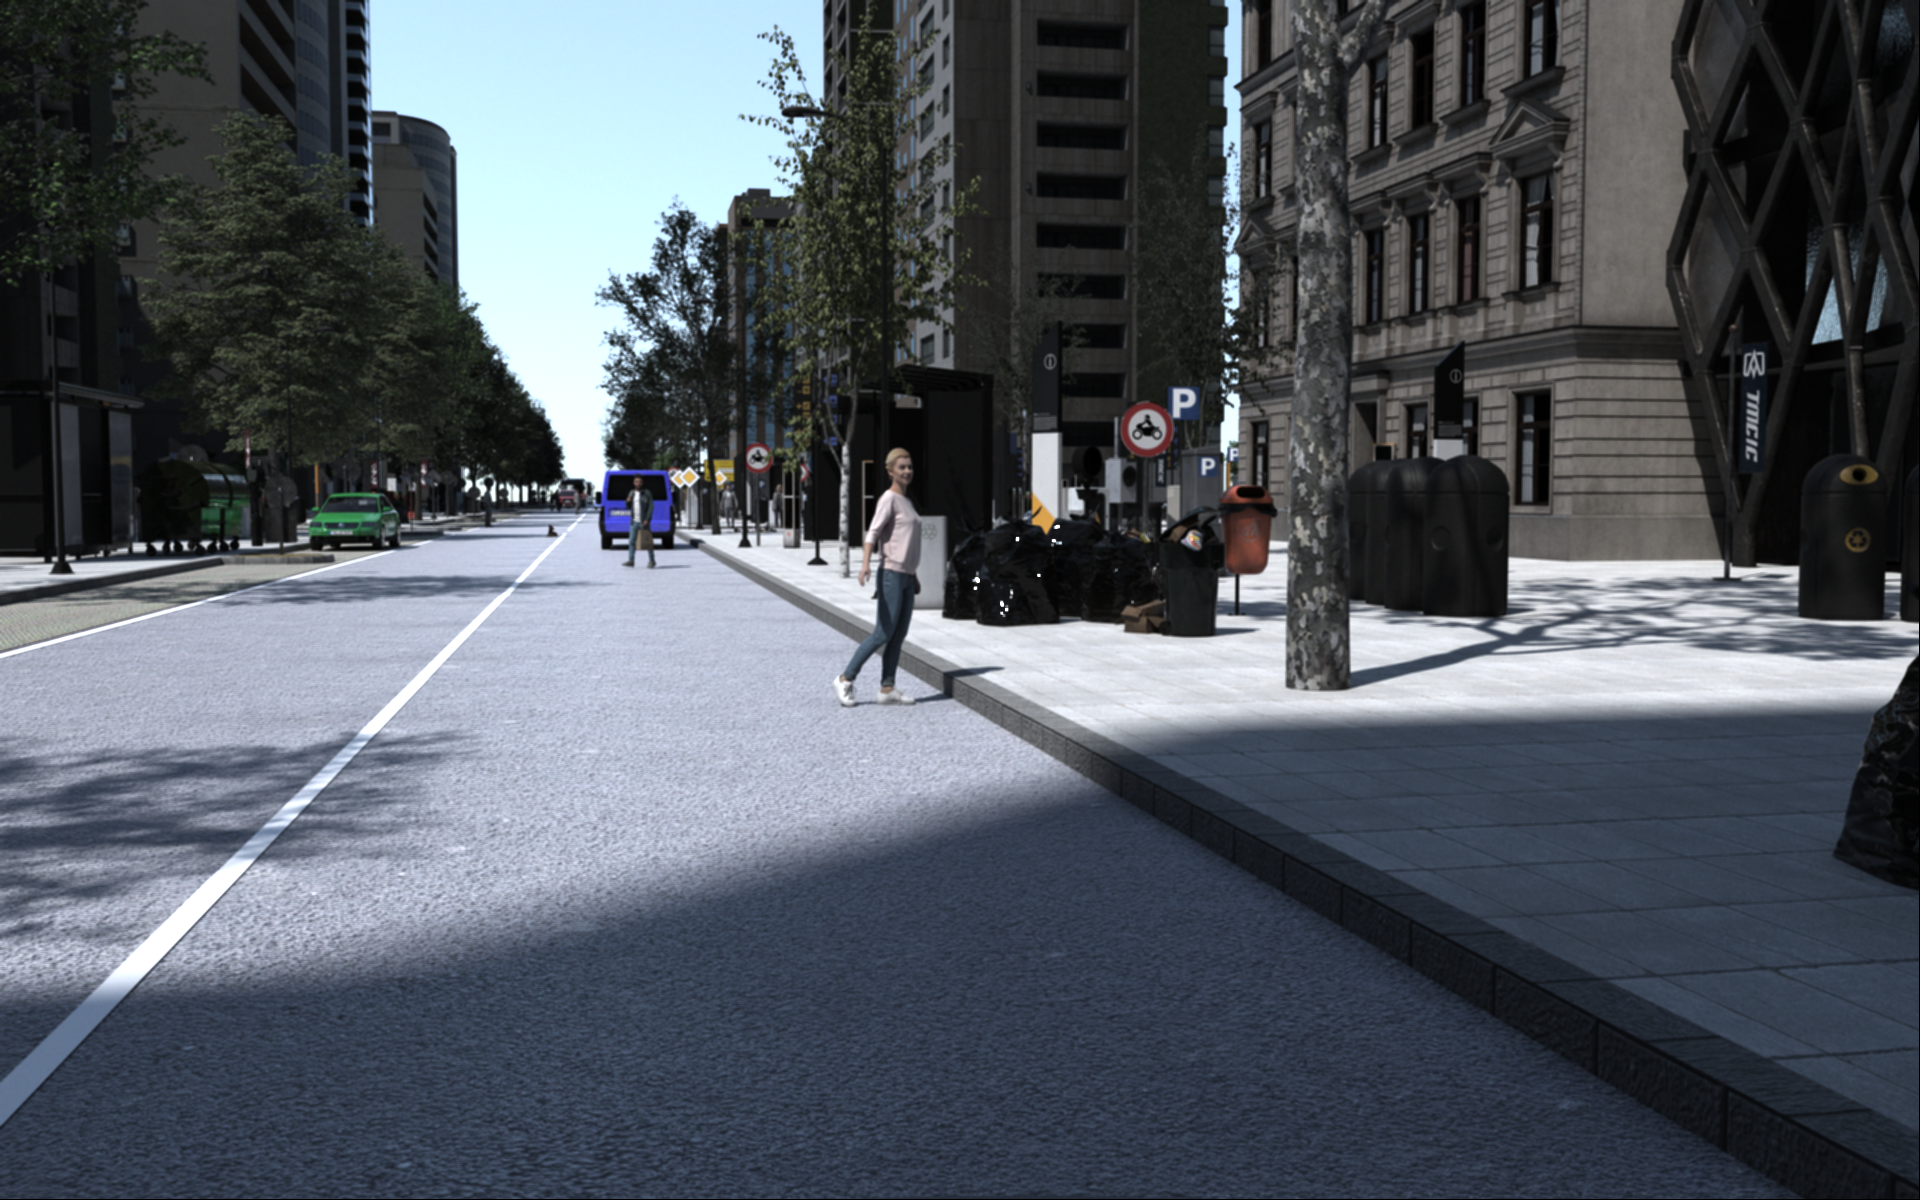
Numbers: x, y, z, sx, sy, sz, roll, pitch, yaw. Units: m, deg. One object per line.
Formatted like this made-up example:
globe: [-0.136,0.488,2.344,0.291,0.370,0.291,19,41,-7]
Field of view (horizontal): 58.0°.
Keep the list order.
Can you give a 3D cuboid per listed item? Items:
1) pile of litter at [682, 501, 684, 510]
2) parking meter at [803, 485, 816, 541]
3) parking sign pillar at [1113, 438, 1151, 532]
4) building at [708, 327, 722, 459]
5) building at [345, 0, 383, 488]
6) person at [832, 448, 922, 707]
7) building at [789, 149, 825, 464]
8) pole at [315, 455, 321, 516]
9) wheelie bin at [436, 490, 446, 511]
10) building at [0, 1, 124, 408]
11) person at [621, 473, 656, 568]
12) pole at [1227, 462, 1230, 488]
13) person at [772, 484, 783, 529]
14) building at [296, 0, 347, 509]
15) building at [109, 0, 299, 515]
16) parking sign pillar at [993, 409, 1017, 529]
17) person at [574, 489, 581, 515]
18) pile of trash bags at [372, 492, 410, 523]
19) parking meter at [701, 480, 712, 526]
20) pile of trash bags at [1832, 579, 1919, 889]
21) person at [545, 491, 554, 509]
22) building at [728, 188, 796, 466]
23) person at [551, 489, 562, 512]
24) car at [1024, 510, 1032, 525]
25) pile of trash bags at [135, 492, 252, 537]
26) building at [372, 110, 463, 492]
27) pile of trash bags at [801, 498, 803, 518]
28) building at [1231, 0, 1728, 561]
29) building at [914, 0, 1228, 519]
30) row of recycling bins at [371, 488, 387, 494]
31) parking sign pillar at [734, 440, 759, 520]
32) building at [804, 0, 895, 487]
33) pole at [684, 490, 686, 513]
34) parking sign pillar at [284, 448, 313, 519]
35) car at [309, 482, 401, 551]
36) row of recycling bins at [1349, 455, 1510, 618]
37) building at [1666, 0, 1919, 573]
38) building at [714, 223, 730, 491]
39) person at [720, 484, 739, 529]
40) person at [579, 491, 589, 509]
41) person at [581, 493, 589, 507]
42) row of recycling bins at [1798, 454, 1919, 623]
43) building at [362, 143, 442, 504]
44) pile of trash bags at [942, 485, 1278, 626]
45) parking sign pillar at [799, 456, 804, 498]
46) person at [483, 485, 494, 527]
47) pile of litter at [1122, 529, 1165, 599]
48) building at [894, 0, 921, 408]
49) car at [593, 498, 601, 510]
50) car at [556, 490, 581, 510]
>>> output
pile of litter: [-21.241,-7.441,135.619,1.719,0.858,1.176,3,4,38]
parking meter: [-4.121,-2.402,47.688,0.372,1.533,0.369,0,3,0]
parking sign pillar: [5.788,-4.291,58.626,1.447,3.967,1.447,-3,4,-36]
building: [-36.264,-32.135,297.105,14.160,30.474,14.107,-1,4,-12]
building: [-71.590,-52.906,177.681,22.319,86.520,31.000,-1,4,-12]
person: [-0.575,-0.154,11.690,0.598,1.740,0.731,0,4,7]
building: [-5.940,-30.956,198.006,32.217,40.220,23.993,-1,4,-12]
pole: [-29.725,-5.279,80.148,0.158,3.312,0.155,0,3,0]
wheelie bin: [-38.285,-7.340,127.910,0.693,1.594,0.980,0,4,-4]
building: [-49.692,-19.034,82.912,14.160,30.474,14.107,-1,4,-12]
person: [-6.120,-1.516,33.278,0.794,1.824,0.713,3,5,39]
pole: [12.909,-5.467,83.229,0.158,3.312,0.155,0,3,0]
person: [-6.769,-3.487,65.688,0.709,1.800,0.728,0,4,4]
building: [-65.475,-37.115,148.823,21.231,58.520,28.212,-1,4,-12]
building: [-55.225,-29.781,110.623,21.300,48.544,21.600,-1,4,-12]
parking sign pillar: [1.444,-4.097,55.464,1.447,3.967,1.447,-1,4,-12]
person: [-26.780,-6.898,121.490,0.583,1.804,0.606,-3,5,-41]
pile of trash bags: [-25.728,-4.103,76.833,1.912,1.369,3.447,-2,4,-32]
parking meter: [-10.306,-3.967,70.565,0.399,1.863,0.255,1,4,21]
pile of trash bags: [4.827,0.258,5.528,3.447,1.369,1.912,-1,4,-8]
person: [-38.453,-9.410,163.076,1.217,1.735,0.721,0,4,1]
building: [-26.422,-36.910,253.593,14.600,45.320,14.200,-1,4,-12]
person: [-32.367,-7.981,138.951,0.822,1.834,0.622,0,4,6]
car: [4.804,-3.528,69.678,4.499,1.417,2.014,-1,4,-13]
pile of trash bags: [-22.901,-2.580,51.939,3.447,1.369,1.912,0,4,-8]
building: [-88.784,-44.257,265.607,21.231,58.520,28.212,-1,4,-12]
pile of trash bags: [-7.245,-5.122,93.496,1.912,1.369,3.447,-2,4,-25]
building: [14.379,-10.859,42.174,10.561,19.102,19.286,-1,4,-12]
building: [5.565,-19.746,94.556,14.107,30.474,14.160,-1,4,-12]
row of recycling bins: [-41.219,-6.973,121.118,3.534,1.692,1.069,3,4,37]
parking sign pillar: [-10.653,-6.016,86.841,1.447,3.967,1.447,1,4,14]
building: [-1.558,-42.714,136.627,20.563,71.187,20.611,-1,4,-12]
pole: [-19.045,-7.733,120.285,0.158,3.312,0.155,0,3,0]
parking sign pillar: [-39.042,-6.930,101.773,1.447,3.967,1.447,0,4,5]
car: [-15.714,-2.219,45.069,1.959,1.807,4.718,-1,4,-10]
row of recycling bins: [5.204,-0.767,19.649,1.069,1.692,3.534,0,4,-4]
building: [21.228,-9.648,25.195,16.820,18.784,16.811,-1,4,-12]
building: [-27.773,-37.963,275.322,22.147,44.769,28.867,-1,4,-12]
person: [-9.028,-3.623,67.862,0.709,1.813,0.853,0,4,-8]
person: [-35.838,-9.512,164.734,1.217,1.743,0.721,0,4,-3]
person: [-41.904,-11.237,192.218,1.348,1.826,0.705,-1,4,-20]
row of recycling bins: [10.185,-0.609,17.070,3.534,1.692,1.069,3,4,38]
building: [-84.570,-37.780,241.397,21.300,48.544,21.600,-1,4,-12]
pile of trash bags: [1.576,-0.494,17.824,3.447,1.369,1.912,-1,4,-9]
parking sign pillar: [-11.535,-8.227,122.984,1.447,3.967,1.447,1,4,18]
person: [-20.712,-4.123,76.017,0.391,1.810,0.635,-2,4,-25]
pile of litter: [2.203,-0.462,21.511,1.719,0.858,1.176,2,4,28]
building: [3.689,-28.287,112.605,14.600,45.320,14.200,-1,4,-12]
car: [-32.603,-9.111,158.562,1.945,1.707,3.694,-1,4,-12]
car: [-35.433,-9.053,156.694,2.281,1.827,5.304,-1,4,-11]
